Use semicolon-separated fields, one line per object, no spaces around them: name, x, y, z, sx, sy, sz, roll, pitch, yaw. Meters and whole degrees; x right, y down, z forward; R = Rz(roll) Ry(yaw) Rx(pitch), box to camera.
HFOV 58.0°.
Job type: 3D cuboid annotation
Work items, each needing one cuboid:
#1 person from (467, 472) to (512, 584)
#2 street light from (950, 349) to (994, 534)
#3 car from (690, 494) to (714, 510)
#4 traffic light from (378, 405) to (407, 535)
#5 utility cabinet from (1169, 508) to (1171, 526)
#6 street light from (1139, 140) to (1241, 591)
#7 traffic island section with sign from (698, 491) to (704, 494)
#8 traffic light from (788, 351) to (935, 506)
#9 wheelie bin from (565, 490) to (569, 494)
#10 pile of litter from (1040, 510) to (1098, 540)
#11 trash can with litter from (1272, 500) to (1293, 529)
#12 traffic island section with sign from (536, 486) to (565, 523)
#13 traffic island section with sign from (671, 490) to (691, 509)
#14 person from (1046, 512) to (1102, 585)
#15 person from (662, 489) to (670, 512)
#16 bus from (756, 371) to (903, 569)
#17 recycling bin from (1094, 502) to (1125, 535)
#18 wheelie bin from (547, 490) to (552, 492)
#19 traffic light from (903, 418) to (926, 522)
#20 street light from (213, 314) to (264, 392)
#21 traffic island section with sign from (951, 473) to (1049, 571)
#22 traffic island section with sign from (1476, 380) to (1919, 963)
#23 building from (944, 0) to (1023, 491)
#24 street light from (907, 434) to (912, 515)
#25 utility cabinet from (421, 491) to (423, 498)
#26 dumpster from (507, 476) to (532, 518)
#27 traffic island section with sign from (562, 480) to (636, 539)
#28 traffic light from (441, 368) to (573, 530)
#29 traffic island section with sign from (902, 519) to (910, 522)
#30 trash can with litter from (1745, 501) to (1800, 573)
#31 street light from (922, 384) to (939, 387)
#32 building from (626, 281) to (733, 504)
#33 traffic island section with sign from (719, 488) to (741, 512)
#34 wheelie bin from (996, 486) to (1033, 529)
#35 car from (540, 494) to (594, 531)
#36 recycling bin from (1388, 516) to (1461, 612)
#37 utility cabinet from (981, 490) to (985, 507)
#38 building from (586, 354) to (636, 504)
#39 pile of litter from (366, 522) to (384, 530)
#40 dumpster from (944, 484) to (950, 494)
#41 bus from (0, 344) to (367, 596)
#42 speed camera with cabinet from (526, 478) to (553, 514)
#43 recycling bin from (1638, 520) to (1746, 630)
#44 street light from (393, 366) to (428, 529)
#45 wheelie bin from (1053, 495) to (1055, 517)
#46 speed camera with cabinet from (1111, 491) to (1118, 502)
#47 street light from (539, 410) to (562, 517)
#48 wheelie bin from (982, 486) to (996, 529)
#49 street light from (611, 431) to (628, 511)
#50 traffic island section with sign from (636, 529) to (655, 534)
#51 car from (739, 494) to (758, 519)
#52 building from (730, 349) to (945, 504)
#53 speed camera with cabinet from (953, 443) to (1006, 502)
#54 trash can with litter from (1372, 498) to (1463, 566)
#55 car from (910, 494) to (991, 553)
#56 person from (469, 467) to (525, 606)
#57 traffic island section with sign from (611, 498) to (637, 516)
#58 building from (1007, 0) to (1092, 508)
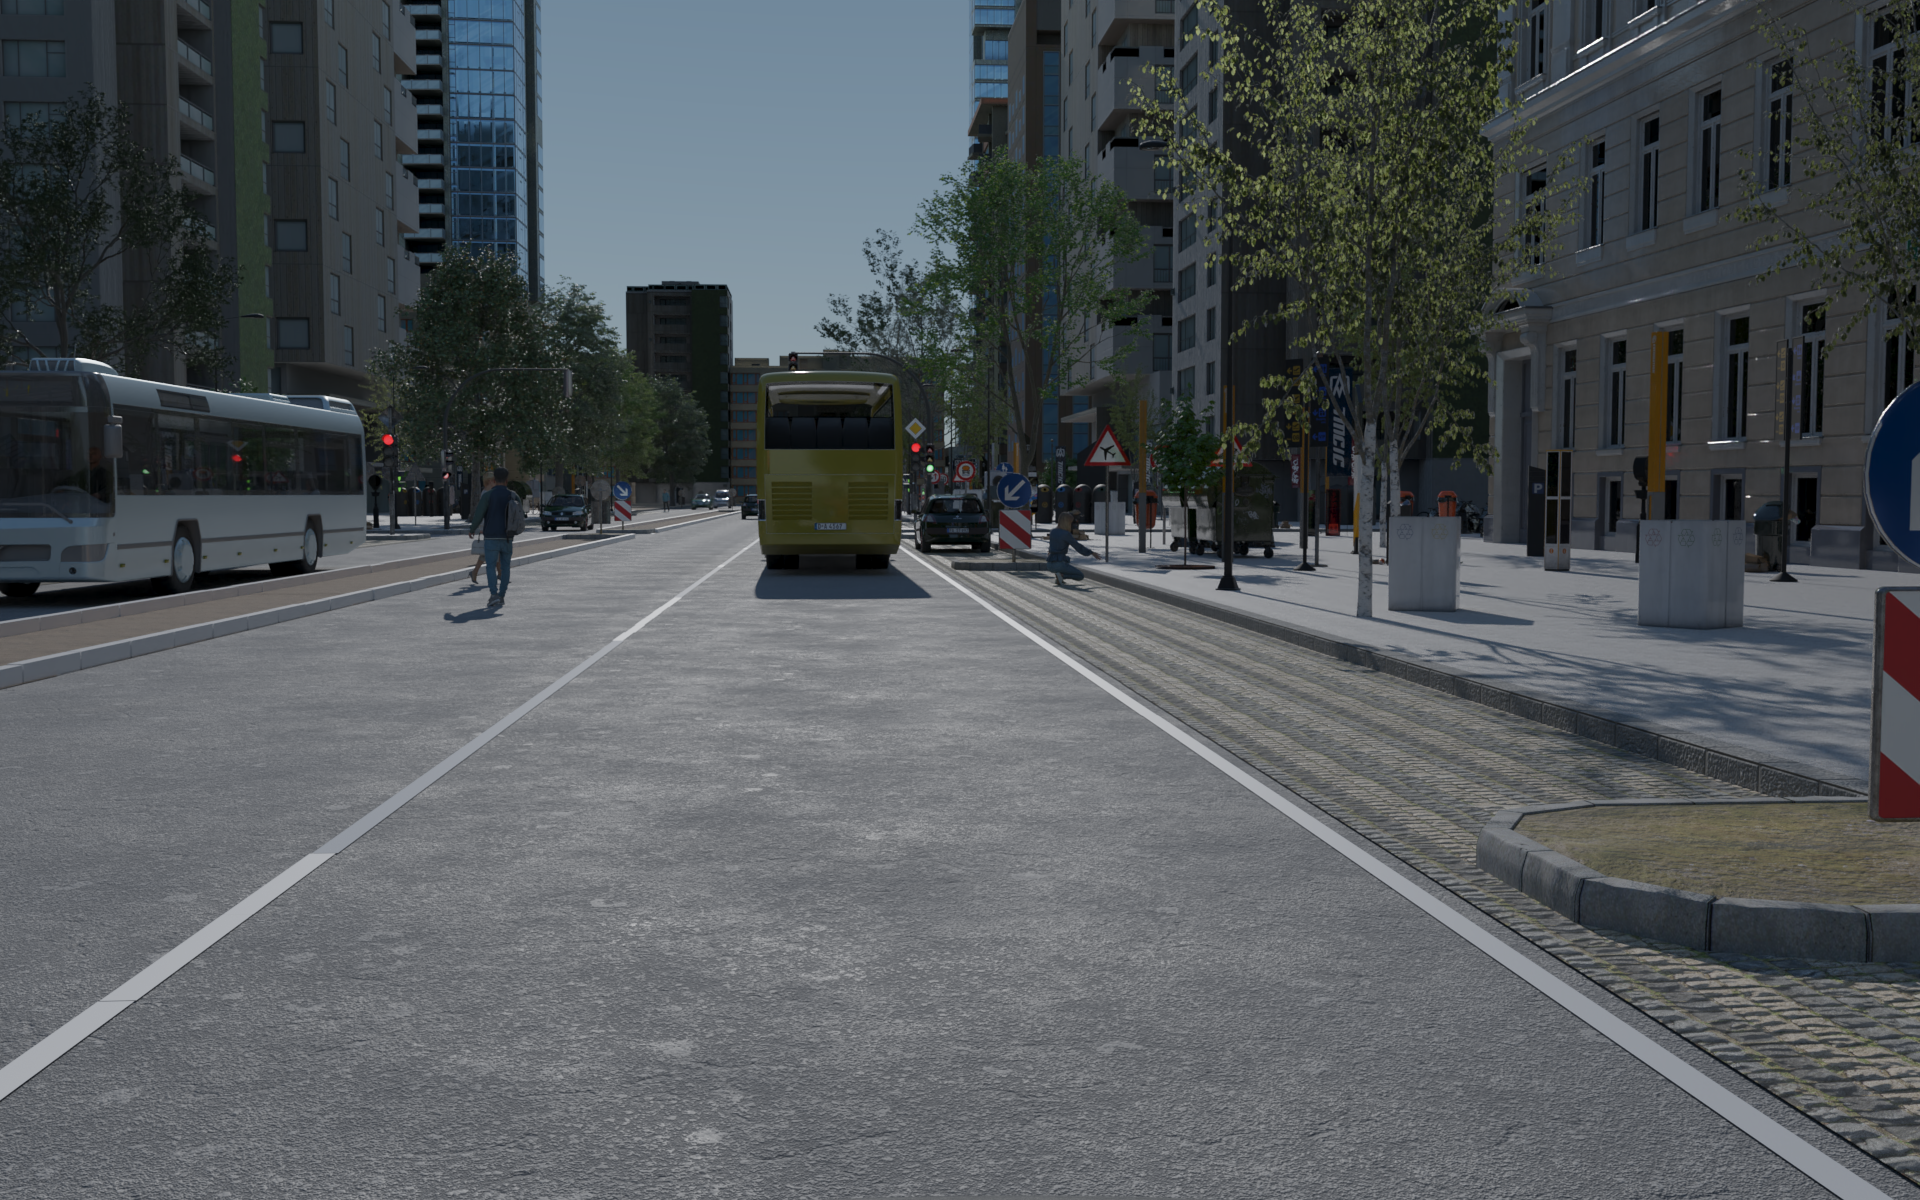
person;-7.527;-1.150;27.660;0.624;1.780;0.694;1;4;9
street light;0.380;-5.074;55.495;1.470;5.913;1.316;0;4;-5
car;-23.469;-8.929;157.787;2.131;1.459;4.920;0;4;-5
traffic light;-17.876;-4.010;54.478;0.839;4.253;0.868;0;4;-5
utility cabinet;8.417;-3.626;67.959;0.318;1.500;1.173;0;4;1
street light;3.049;-3.084;22.973;1.470;5.913;1.316;0;4;-5
traffic island section with sign;-28.513;-11.173;191.307;1.989;1.847;2.006;0;4;-5
traffic light;-3.098;-4.946;55.529;4.771;5.953;1.251;0;4;-5
wheelie bin;-28.057;-7.015;122.605;0.980;1.594;0.693;-3;4;-39
pile of litter;3.080;-2.102;48.338;1.719;0.858;1.176;3;5;42
trash can with litter;11.814;-3.246;64.465;1.055;1.170;0.624;-1;4;-16
traffic island section with sign;-20.194;-4.801;87.120;1.989;1.847;2.006;0;4;-5
traffic island section with sign;-26.373;-9.530;164.437;1.989;1.847;2.006;0;4;-5
person;1.642;-0.821;27.424;0.738;1.151;1.012;-3;4;-38
person;-23.270;-7.871;137.214;0.660;1.820;0.620;1;4;13
bus;-2.796;-2.716;35.948;2.896;3.916;12.252;0;4;-5
recycling bin;4.738;-2.581;54.752;0.722;1.027;0.722;-3;5;-41
wheelie bin;-30.088;-7.313;127.471;0.980;1.594;0.693;1;4;16
traffic light;-1.655;-4.580;63.796;0.839;4.253;0.868;0;4;-5
street light;-18.615;-4.413;44.693;1.470;5.913;1.316;0;4;-5
traffic island section with sign;0.852;-1.496;33.094;1.989;1.847;2.006;0;4;-5
traffic island section with sign;2.997;0.147;6.224;1.989;1.847;2.006;0;4;-5
building;13.133;-56.996;244.558;31.000;86.520;22.319;0;4;-5
street light;-3.663;-8.191;106.457;1.470;5.913;1.316;0;4;-5
utility cabinet;-40.435;-7.420;129.994;1.173;1.500;0.318;1;4;9
dumpster;-23.257;-5.382;90.491;1.502;2.255;1.985;0;4;-4
traffic island section with sign;-11.561;-2.888;55.350;2.006;1.907;1.989;0;4;-5
traffic light;-16.434;-5.380;62.639;4.771;5.953;1.251;0;4;-5
traffic island section with sign;-3.601;-4.903;88.792;1.989;1.847;2.006;0;4;-5
trash can with litter;13.291;-1.046;28.482;1.055;1.170;0.624;-3;5;-41
street light;-0.902;-6.166;73.357;1.470;5.913;1.316;0;4;-5
building;-38.377;-28.520;237.994;14.107;30.474;14.160;0;4;-5
traffic island section with sign;-18.134;-7.920;137.635;2.006;1.907;1.989;0;4;-5
wheelie bin;1.715;-2.770;53.195;0.980;1.594;0.693;-1;4;-9
car;-15.464;-3.578;68.293;2.009;1.686;4.222;0;4;-6
recycling bin;5.160;-0.408;19.229;0.722;1.027;0.722;1;4;20
utility cabinet;1.199;-4.681;85.209;0.318;1.500;1.173;3;5;42
building;-60.849;-24.380;243.647;28.899;21.520;27.650;0;4;-5
pile of litter;-21.565;-2.944;62.093;1.719;0.858;1.176;-1;4;-10
dumpster;-1.251;-6.351;106.336;1.502;2.255;1.985;0;4;-5
bus;-12.387;-1.974;27.130;2.948;3.499;13.247;0;4;-4
speed camera with cabinet;-27.642;-7.339;114.334;0.660;3.252;2.038;3;4;38
recycling bin;7.096;-0.260;16.804;0.722;1.027;0.722;-3;4;-36
street light;-19.983;-5.528;62.918;1.470;5.913;1.316;0;4;-5
wheelie bin;5.038;-5.539;98.471;0.693;1.594;0.980;0;4;7
speed camera with cabinet;6.949;-5.691;87.389;2.038;3.252;0.660;2;4;35
street light;-22.661;-7.547;95.930;1.470;5.913;1.316;0;4;-5
wheelie bin;1.246;-3.464;64.550;0.980;1.594;0.693;-2;4;-29
street light;-25.282;-9.524;128.266;1.470;5.913;1.316;0;4;-5
traffic island section with sign;-12.141;-3.339;62.735;2.006;1.907;1.989;0;4;-5
car;-11.662;-5.475;99.295;2.009;1.686;4.222;0;4;-6
building;-17.552;-24.622;247.614;28.899;21.520;27.650;0;4;-5
speed camera with cabinet;0.758;-4.430;66.763;2.038;3.252;0.660;-2;4;-27
trash can with litter;8.418;-1.261;31.682;2.233;1.210;1.678;-2;4;-24
car;-0.215;-2.061;43.483;2.009;1.686;4.222;0;4;-5
person;-5.950;-0.828;22.383;0.623;1.781;0.721;-3;5;-44
traffic island section with sign;-22.332;-6.444;113.991;1.989;1.847;2.006;0;4;-5
building;11.851;-30.821;154.038;14.600;45.320;14.200;0;4;-5
